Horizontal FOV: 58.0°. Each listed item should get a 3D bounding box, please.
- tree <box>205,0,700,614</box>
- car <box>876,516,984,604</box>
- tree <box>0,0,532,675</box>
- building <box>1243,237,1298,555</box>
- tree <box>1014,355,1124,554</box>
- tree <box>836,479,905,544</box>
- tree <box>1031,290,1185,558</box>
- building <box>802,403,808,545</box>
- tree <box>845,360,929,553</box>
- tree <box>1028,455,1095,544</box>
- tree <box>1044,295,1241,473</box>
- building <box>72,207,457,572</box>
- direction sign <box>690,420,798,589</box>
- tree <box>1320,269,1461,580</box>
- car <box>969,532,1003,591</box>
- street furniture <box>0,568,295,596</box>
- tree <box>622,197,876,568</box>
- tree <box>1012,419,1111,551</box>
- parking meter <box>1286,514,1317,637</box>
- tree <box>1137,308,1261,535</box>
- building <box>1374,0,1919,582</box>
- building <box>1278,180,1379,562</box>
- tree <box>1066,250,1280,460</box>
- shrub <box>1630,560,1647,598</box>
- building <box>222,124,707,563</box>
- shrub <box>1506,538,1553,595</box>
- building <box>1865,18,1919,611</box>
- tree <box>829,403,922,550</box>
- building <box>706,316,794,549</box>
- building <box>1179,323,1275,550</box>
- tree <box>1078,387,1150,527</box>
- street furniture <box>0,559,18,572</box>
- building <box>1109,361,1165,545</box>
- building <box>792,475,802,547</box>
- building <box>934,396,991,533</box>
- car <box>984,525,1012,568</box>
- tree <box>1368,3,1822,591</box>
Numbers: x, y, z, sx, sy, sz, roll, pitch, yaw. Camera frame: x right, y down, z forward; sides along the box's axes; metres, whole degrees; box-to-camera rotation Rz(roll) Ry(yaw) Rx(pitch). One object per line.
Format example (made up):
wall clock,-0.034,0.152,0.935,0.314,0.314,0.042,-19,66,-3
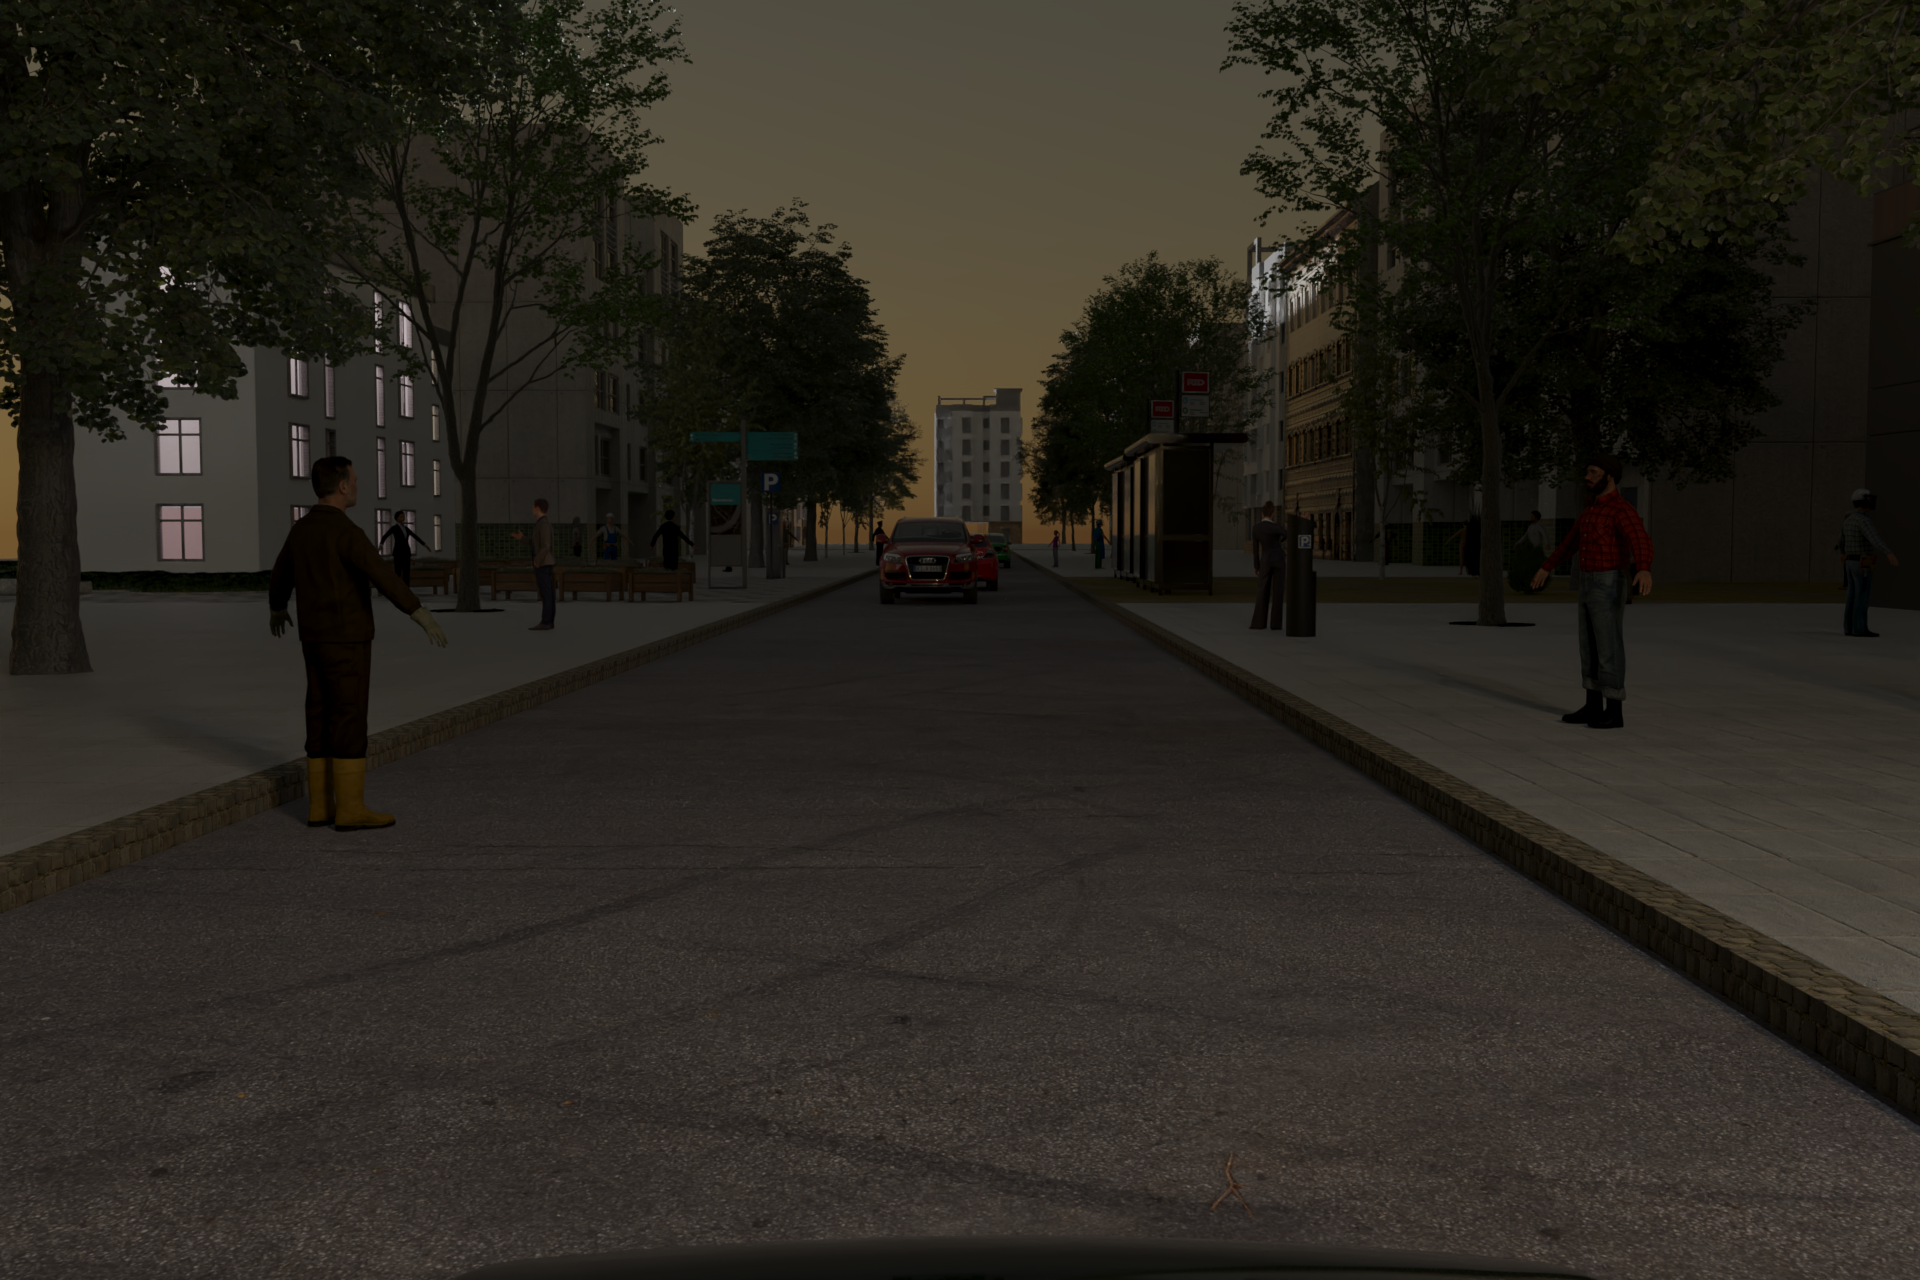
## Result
tree,-8.095,-6.255,28.032,9.928,11.665,9.643,0,3,0
car,-0.633,-1.745,37.207,2.281,1.827,5.304,0,4,0
tree,-8.561,-6.669,15.695,9.857,13.997,8.962,0,3,0
building,23.535,-15.598,111.441,16.016,20.090,11.380,0,4,1
tree,8.582,-12.311,111.662,12.009,13.543,11.850,0,3,0
tree,-11.848,-19.327,226.370,12.009,13.543,11.850,0,3,0
tree,8.446,-11.356,92.326,9.857,13.997,8.962,0,3,0
building,-23.008,-20.932,198.658,16.016,20.090,11.380,0,4,0
tree,-6.926,-12.668,117.497,12.009,13.543,11.850,0,3,0
tree,13.642,-19.502,225.505,9.857,13.997,8.962,0,3,0
tree,7.489,-8.937,71.878,9.928,11.665,9.643,0,3,0
building,-22.231,-7.128,58.694,9.099,9.664,28.070,0,4,2
direction sign,-5.034,-3.196,41.022,2.525,3.948,1.411,0,4,1
tree,11.868,-5.979,48.124,4.737,8.622,4.395,0,3,0
car,0.057,-2.204,45.083,2.155,1.783,4.494,0,4,-1
street furniture,-18.931,-1.419,38.820,10.072,0.657,5.734,-1,4,-23
tree,-7.882,-9.733,65.783,9.857,13.997,8.962,0,3,0
tree,8.353,-11.967,130.067,8.767,10.594,7.601,-3,5,-43
parking meter,4.274,-0.811,21.670,0.372,1.533,0.369,0,3,0
tree,7.867,-6.493,56.521,4.360,8.622,3.978,0,3,0
building,26.775,-11.910,61.187,16.747,18.905,31.486,0,4,0
building,27.453,-15.734,88.174,19.493,23.208,18.063,0,4,0
tree,7.672,-8.357,62.386,9.928,11.665,9.643,0,3,0
shrub,13.156,-1.419,34.320,1.383,1.207,1.383,0,3,0
building,-24.289,-13.723,90.823,16.747,18.905,31.486,0,4,1
shrub,12.064,-1.563,36.680,1.383,1.207,1.383,0,3,0
building,26.383,-10.390,13.850,27.936,21.610,32.646,0,4,1
tree,-6.863,-13.264,134.996,7.486,12.596,7.792,0,3,0
building,-25.286,-19.815,154.911,19.493,23.208,18.063,0,4,2
building,28.497,-17.562,153.591,16.747,18.905,31.486,0,4,1
tree,7.689,-7.947,80.290,4.360,8.622,3.978,0,3,0
street furniture,-31.441,-2.194,51.506,5.734,0.657,10.072,0,4,-1
building,25.732,-19.541,185.948,16.747,18.905,31.486,0,4,0
building,-21.074,-14.690,182.326,9.099,9.664,28.070,0,4,0
building,-2.920,-22.583,228.104,11.380,20.090,16.016,0,4,-6
car,1.253,-3.977,73.819,1.959,1.807,4.718,0,4,1
tree,14.157,-8.105,39.164,9.857,13.997,8.962,0,3,0
